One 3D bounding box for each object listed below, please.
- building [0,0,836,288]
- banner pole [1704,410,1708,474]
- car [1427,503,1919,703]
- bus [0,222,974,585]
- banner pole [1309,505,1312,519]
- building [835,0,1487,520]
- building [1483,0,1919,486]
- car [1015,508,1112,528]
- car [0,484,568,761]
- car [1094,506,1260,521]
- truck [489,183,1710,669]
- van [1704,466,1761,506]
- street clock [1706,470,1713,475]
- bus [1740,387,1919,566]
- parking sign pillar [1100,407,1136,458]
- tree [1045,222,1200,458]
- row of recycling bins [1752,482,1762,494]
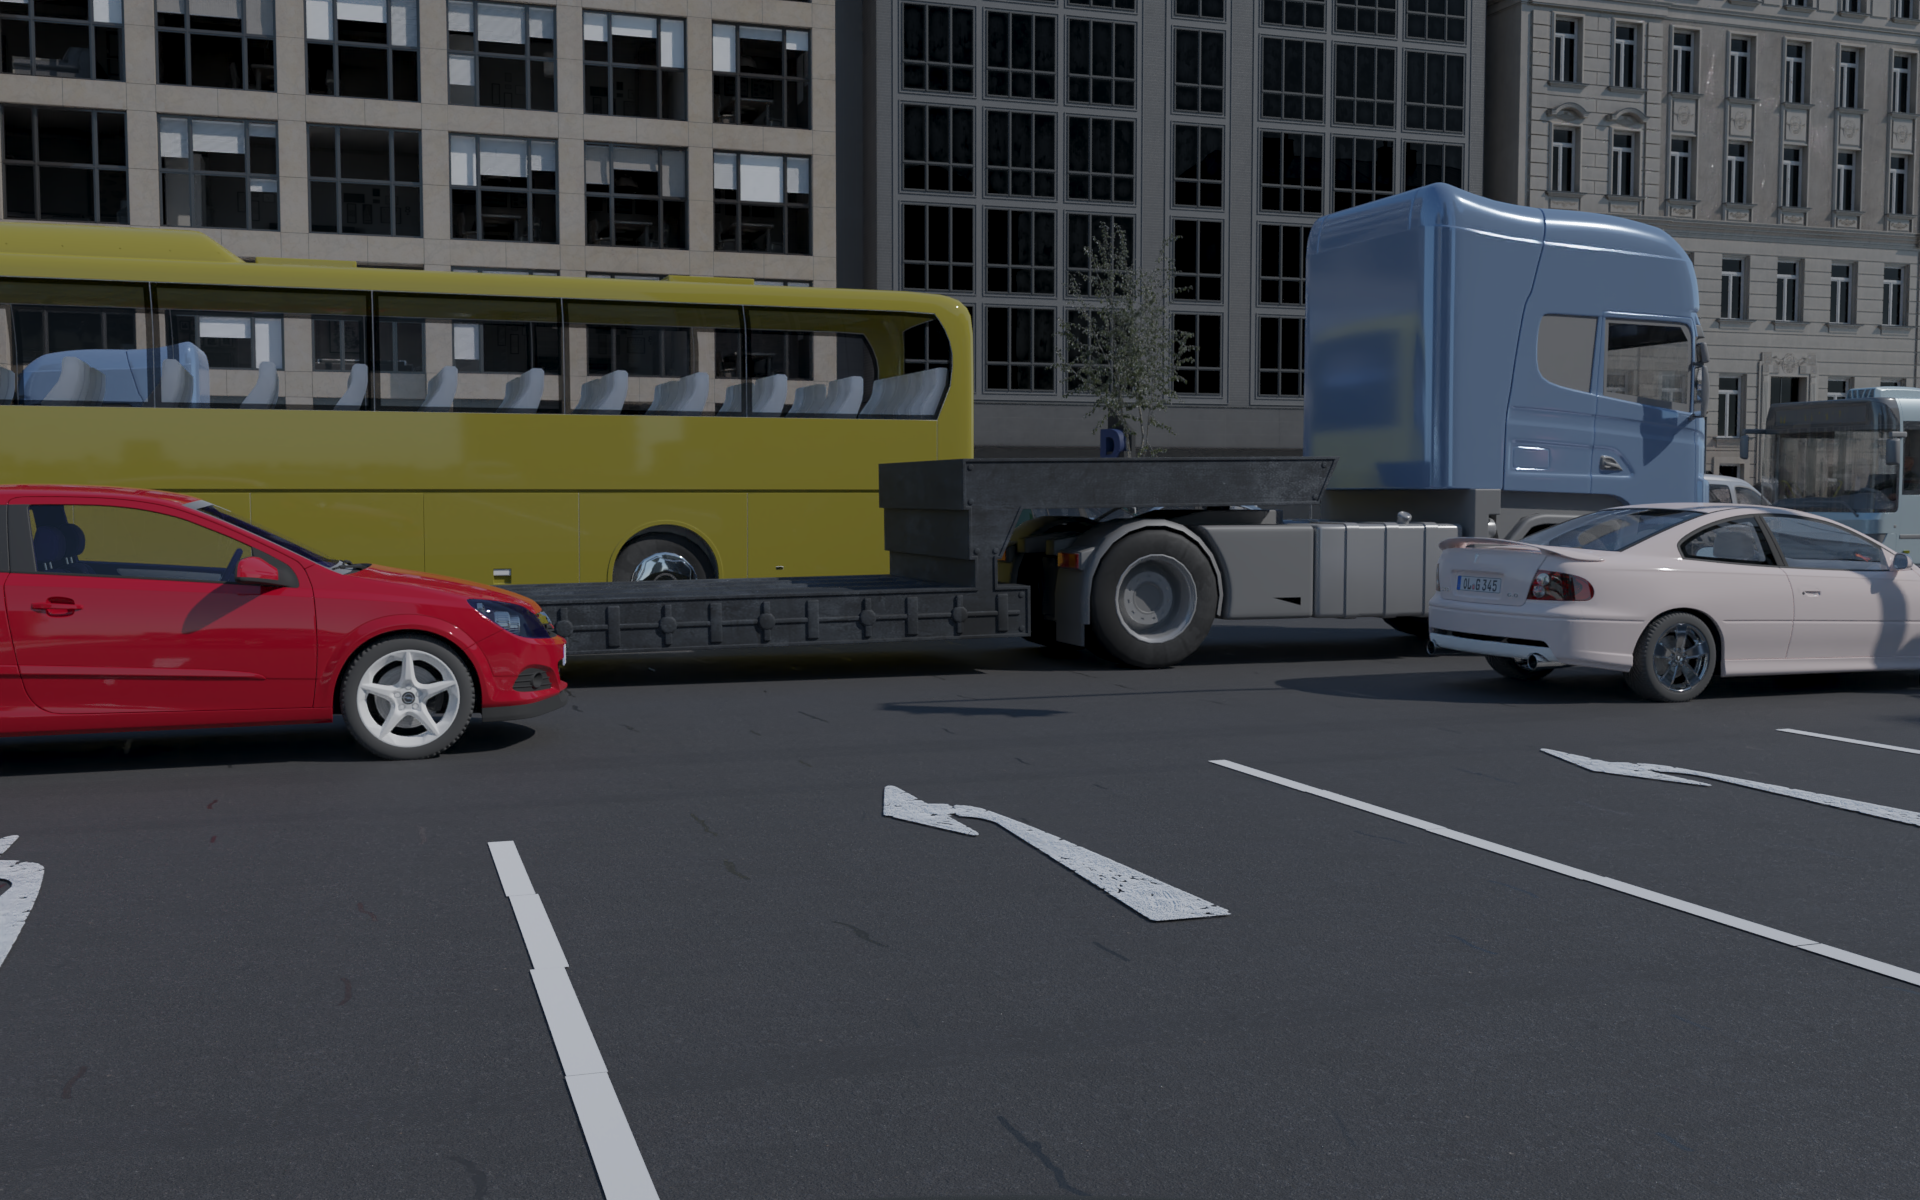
[{"bbox_3d":[-22.906,-15.329,55.146,34.151,26.468,19.350,-1,4,-19],"label":"building"},{"bbox_3d":[21.971,-3.759,51.469,0.863,3.779,0.401,-2,4,-30],"label":"banner pole"},{"bbox_3d":[5.900,-0.048,13.143,4.827,1.381,2.083,-1,4,-19],"label":"car"},{"bbox_3d":[-5.988,-1.571,17.227,12.252,3.916,2.896,-1,4,-21],"label":"bus"},{"bbox_3d":[10.292,-3.662,49.888,0.401,3.779,0.863,-3,4,-39],"label":"banner pole"},{"bbox_3d":[5.401,-16.433,62.193,24.014,27.812,14.314,-1,4,-19],"label":"building"},{"bbox_3d":[28.973,-16.630,69.164,25.104,27.353,12.463,-1,4,-19],"label":"building"},{"bbox_3d":[2.045,-1.139,28.401,4.222,1.686,2.009,-1,4,-20],"label":"car"},{"bbox_3d":[-4.477,-0.036,9.630,4.494,1.783,2.155,-1,4,-20],"label":"car"},{"bbox_3d":[2.561,-0.661,22.805,4.499,1.417,2.014,-1,4,-18],"label":"car"},{"bbox_3d":[-1.713,-1.490,14.127,18.799,4.110,2.967,-1,4,-18],"label":"truck"},{"bbox_3d":[15.060,-1.685,34.554,4.112,2.044,2.013,-1,4,-20],"label":"van"},{"bbox_3d":[22.894,-2.975,53.210,0.471,2.002,0.358,-2,4,-32],"label":"street clock"},{"bbox_3d":[19.419,-2.165,30.251,13.247,3.499,2.948,-1,4,-19],"label":"bus"},{"bbox_3d":[4.678,-3.849,51.402,1.447,3.967,1.447,-2,4,-28],"label":"parking sign pillar"},{"bbox_3d":[4.548,-5.871,46.359,4.360,8.622,3.978,0,3,0],"label":"tree"},{"bbox_3d":[26.640,-3.269,60.566,1.069,1.692,3.534,-3,5,-43],"label":"row of recycling bins"}]
